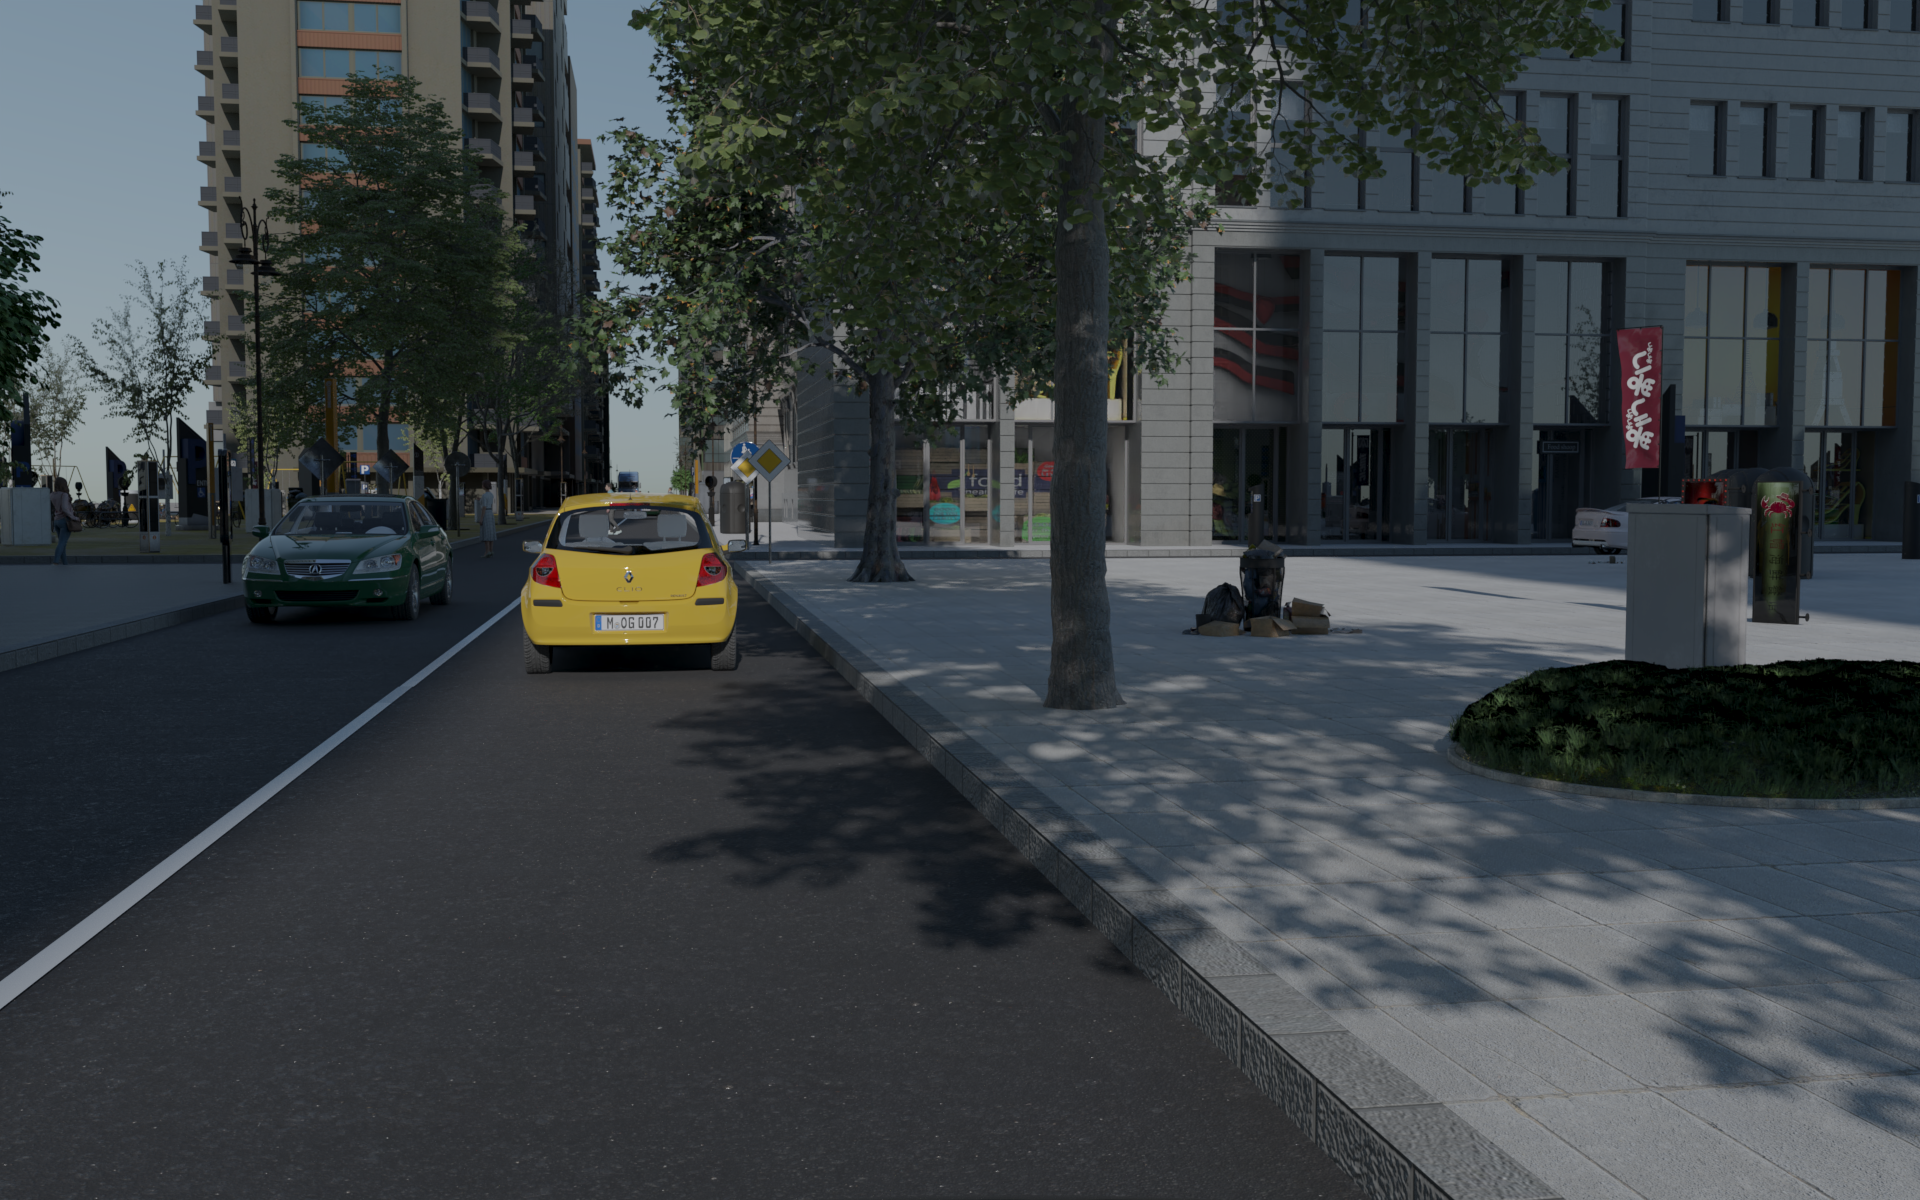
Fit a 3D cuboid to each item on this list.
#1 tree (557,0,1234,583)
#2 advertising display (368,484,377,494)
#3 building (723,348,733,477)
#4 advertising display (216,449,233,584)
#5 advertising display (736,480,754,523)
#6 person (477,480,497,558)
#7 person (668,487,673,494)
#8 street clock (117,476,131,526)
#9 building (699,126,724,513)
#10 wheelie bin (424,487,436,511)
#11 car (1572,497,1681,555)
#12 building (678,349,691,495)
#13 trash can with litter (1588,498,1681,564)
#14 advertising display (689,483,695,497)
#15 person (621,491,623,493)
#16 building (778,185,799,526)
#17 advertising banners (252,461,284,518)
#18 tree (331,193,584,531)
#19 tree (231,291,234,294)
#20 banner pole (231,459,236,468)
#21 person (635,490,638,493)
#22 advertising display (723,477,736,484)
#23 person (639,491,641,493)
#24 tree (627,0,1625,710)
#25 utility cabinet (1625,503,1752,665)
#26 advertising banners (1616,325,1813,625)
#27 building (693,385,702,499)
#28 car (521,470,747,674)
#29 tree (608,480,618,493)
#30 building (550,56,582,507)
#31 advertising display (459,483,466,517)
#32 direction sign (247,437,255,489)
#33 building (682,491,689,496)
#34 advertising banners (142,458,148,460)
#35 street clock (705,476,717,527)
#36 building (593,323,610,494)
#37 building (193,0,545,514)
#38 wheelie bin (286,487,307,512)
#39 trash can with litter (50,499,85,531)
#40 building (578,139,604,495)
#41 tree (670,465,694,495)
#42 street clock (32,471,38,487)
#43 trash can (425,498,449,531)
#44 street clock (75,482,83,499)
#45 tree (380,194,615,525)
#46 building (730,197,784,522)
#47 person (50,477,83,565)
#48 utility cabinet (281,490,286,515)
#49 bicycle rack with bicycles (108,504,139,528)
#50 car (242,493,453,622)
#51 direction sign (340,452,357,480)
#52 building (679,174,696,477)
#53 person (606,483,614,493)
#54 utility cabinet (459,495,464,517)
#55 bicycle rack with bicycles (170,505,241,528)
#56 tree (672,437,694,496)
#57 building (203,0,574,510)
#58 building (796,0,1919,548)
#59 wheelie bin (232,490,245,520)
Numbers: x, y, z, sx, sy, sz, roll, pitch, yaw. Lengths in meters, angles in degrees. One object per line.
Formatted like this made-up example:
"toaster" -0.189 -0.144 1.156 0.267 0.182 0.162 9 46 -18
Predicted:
"tree" -1.047 -6.618 25.213 9.611 12.733 9.660 0 3 0
"advertising display" -36.319 -6.260 107.559 0.974 1.923 0.123 0 4 0
"building" -8.962 -15.369 106.042 10.420 20.320 16.860 -1 4 -10
"advertising display" -10.632 -1.216 25.090 0.123 1.923 0.974 -1 4 -20
"advertising display" -9.703 -4.435 77.732 0.974 1.923 0.123 -3 4 -38
"person" -10.722 -1.832 39.015 0.524 1.755 0.480 1 4 12
"person" -15.656 -5.166 93.138 0.473 1.802 0.592 2 4 33
"street clock" -33.740 -4.000 69.974 0.471 2.002 0.358 -3 5 -39
"building" -11.685 -21.600 124.864 14.160 30.474 14.107 -1 4 -10
"wheelie bin" -24.835 -4.460 80.823 0.693 1.594 0.980 -1 4 -9
"car" 16.182 -1.619 38.829 4.827 1.381 2.083 -1 4 -10
"building" -35.912 -30.142 264.521 14.160 30.474 14.107 -1 4 -10
"trash can with litter" 12.689 -1.274 31.896 2.233 1.210 1.678 0 4 7
"advertising display" -15.248 -5.712 98.605 0.123 1.923 0.974 0 4 2
"person" -32.182 -9.489 164.582 0.756 1.711 0.436 2 4 24
"building" 0.050 -17.090 66.814 14.401 28.519 23.554 -1 4 -10
"advertising banners" -37.058 -5.895 92.572 0.090 3.025 2.074 2 4 32
"tree" -18.006 -8.267 60.918 9.928 11.665 9.643 0 3 0
"tree" -15.126 -7.847 46.428 7.486 12.596 7.792 0 3 0
"banner pole" -45.325 -7.187 107.532 0.863 3.779 0.401 -1 4 -16
"person" -25.844 -7.914 138.422 0.617 1.759 0.750 0 4 -7
"advertising display" -8.637 -3.633 64.609 0.123 1.923 0.974 -2 4 -24
"person" -32.143 -10.140 174.739 0.568 1.767 0.683 1 4 16
"tree" 0.897 -5.602 9.713 7.486 12.596 7.792 0 3 0
"utility cabinet" 4.661 0.002 11.132 0.306 1.237 1.020 0 4 -6
"advertising banners" 7.605 -1.310 17.605 0.090 3.025 2.074 -3 5 -40
"building" -12.918 -20.266 176.388 27.650 21.520 28.899 -1 4 -10
"car" -2.876 -0.312 15.319 2.015 1.641 3.980 -1 4 -9
"tree" -47.726 -14.877 237.834 1.663 3.219 1.824 0 3 0
"building" -45.462 -32.003 173.360 14.600 45.320 14.200 -1 4 -10
"advertising display" -27.993 -5.595 96.691 0.974 1.923 0.123 2 4 29
"direction sign" -28.106 -4.692 68.709 0.379 3.537 0.876 -3 4 -39
"building" -29.586 -49.452 246.789 20.563 71.187 20.611 -1 4 -10
"advertising banners" -37.065 -5.001 77.961 0.090 3.025 2.074 0 4 6
"street clock" -9.808 -3.898 68.304 0.471 2.002 0.358 2 4 33
"building" -59.608 -29.754 258.175 14.160 30.474 14.107 -1 4 -10
"building" -41.381 -28.705 123.958 22.147 44.769 28.867 -1 4 -10
"wheelie bin" -31.034 -4.471 81.001 0.980 1.594 0.693 0 4 -7
"trash can with litter" -31.847 -3.078 61.387 1.678 1.210 2.233 1 4 20
"building" -54.732 -33.798 207.214 22.147 44.769 28.867 -1 4 -10
"tree" -31.452 -13.032 196.794 4.285 4.588 4.351 0 3 0
"street clock" -28.467 -2.962 52.999 0.358 2.002 0.471 3 5 45
"trash can" -17.426 -2.818 57.734 0.748 1.137 0.748 0 3 0
"street clock" -52.267 -6.006 102.770 0.358 2.002 0.471 0 4 0
"tree" -19.319 -9.896 72.164 12.009 13.543 11.850 0 3 0
"building" -6.538 -14.579 87.525 9.793 20.994 18.267 -1 4 -10
"person" -16.597 -1.400 31.980 0.593 1.750 0.643 2 4 28
"utility cabinet" -41.259 -5.871 104.677 1.173 1.500 0.318 2 4 31
"bicycle rack with bicycles" -32.148 -3.166 65.148 2.852 0.926 2.925 3 4 37
"car" -7.320 -0.565 21.035 2.131 1.459 4.920 -1 4 -9
"direction sign" -32.895 -6.192 93.229 0.876 3.537 0.379 -1 4 -12
"building" -24.951 -34.784 223.337 22.147 44.769 28.867 -1 4 -10
"person" -12.327 -3.241 61.505 0.620 1.820 0.660 -1 4 -8
"utility cabinet" -27.831 -5.174 95.755 0.306 1.237 1.020 1 4 20
"bicycle rack with bicycles" -28.229 -3.162 65.085 2.852 0.926 2.925 2 4 25
"tree" -32.205 -15.600 205.426 4.360 8.622 3.978 0 3 0
"building" -48.346 -34.387 151.462 28.713 52.752 27.495 -1 4 -10
"building" 10.603 -16.545 48.005 29.804 29.767 11.434 -1 4 -10
"wheelie bin" -36.250 -4.840 87.040 0.693 1.594 0.980 1 4 17
